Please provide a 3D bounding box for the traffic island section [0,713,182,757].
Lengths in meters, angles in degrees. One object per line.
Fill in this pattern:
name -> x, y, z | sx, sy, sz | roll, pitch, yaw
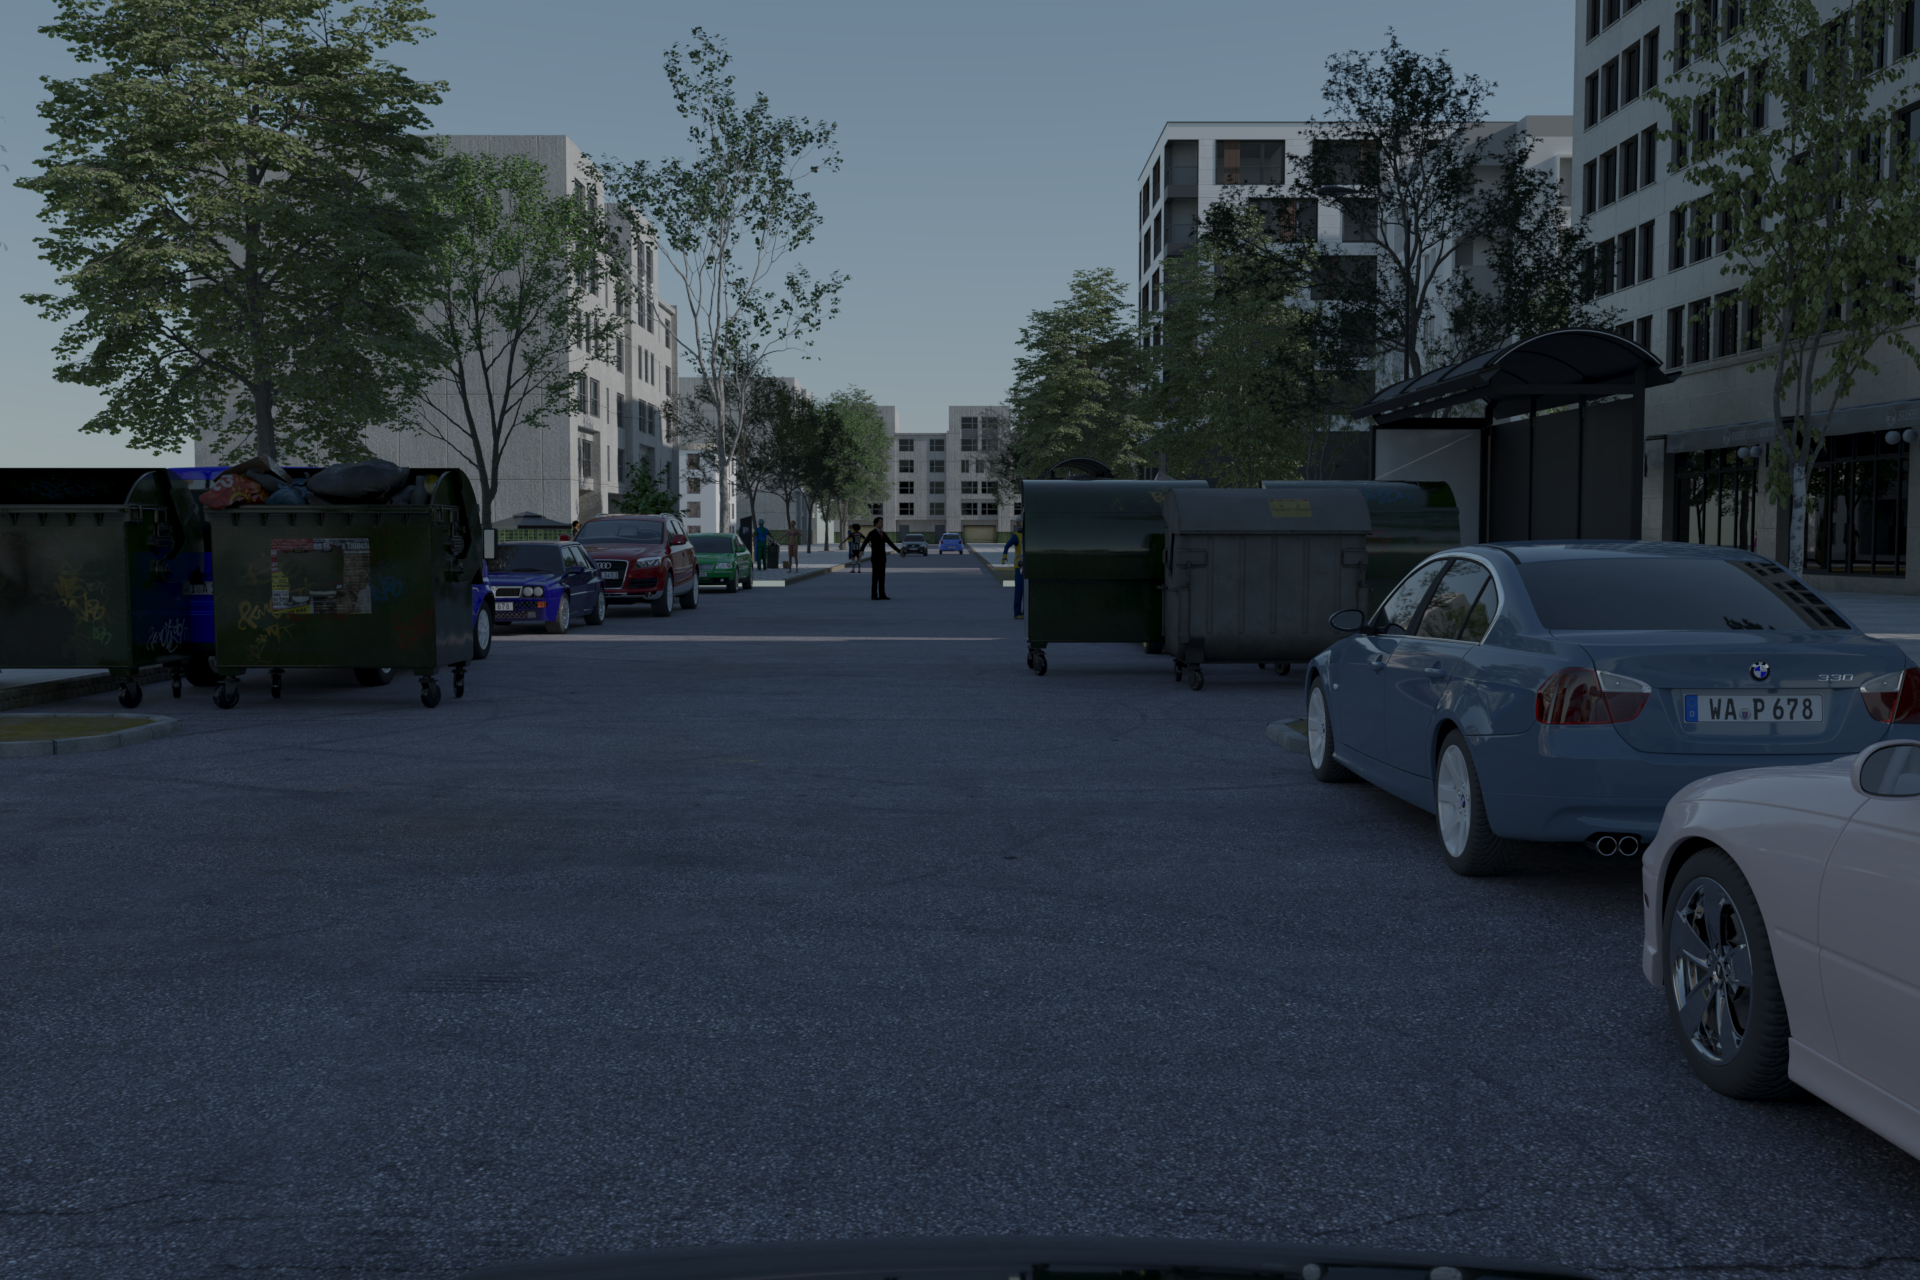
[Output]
traffic island section -> -6.625, 0.662, 12.050 | 1.991, 0.108, 1.994 | 0, 4, 0

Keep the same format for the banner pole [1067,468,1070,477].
banner pole -> 3.755, -4.270, 59.830 | 0.401, 3.779, 0.863 | 0, 4, -2

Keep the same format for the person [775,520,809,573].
person -> -5.544, -3.082, 57.189 | 1.217, 1.733, 0.721 | 1, 4, 20

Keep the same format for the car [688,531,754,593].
car -> -6.285, -2.125, 43.536 | 1.959, 1.807, 4.718 | 0, 4, 0

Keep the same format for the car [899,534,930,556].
car -> -2.975, -6.305, 112.876 | 2.009, 1.686, 4.222 | 0, 4, 0

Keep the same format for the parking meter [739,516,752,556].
parking meter -> -6.779, -3.002, 54.795 | 0.399, 1.863, 0.255 | 0, 4, 0

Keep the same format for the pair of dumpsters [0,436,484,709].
pair of dumpsters -> -6.395, -0.589, 14.580 | 4.436, 2.255, 1.574 | 0, 4, 0

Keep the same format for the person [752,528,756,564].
person -> -8.419, -3.833, 68.937 | 0.705, 1.796, 1.348 | 3, 5, 42

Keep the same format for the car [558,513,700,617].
car -> -6.040, -1.406, 31.658 | 2.281, 1.827, 5.304 | 0, 4, -1

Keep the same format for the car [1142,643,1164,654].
car -> 3.007, -0.763, 22.058 | 1.945, 1.707, 3.694 | 0, 4, -1

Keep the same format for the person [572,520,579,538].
person -> -14.977, -3.767, 67.737 | 0.704, 1.843, 1.345 | -1, 4, -18

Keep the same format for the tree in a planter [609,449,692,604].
tree in a planter -> -6.624, -2.397, 36.418 | 1.991, 3.239, 1.994 | 0, 4, 1

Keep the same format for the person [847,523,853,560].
person -> -5.427, -4.939, 86.717 | 0.705, 1.833, 1.349 | 0, 4, 6

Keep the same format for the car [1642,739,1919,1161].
car -> 2.858, 0.573, 2.994 | 2.083, 1.381, 4.827 | 0, 4, -1

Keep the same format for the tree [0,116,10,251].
tree -> -12.651, -4.200, 19.025 | 4.360, 8.622, 3.978 | 0, 3, 0

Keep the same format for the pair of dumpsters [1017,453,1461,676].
pair of dumpsters -> 2.811, -0.796, 17.967 | 4.436, 2.255, 1.574 | 0, 3, 0

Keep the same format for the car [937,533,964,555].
car -> -0.651, -6.922, 122.759 | 1.945, 1.707, 3.694 | 0, 4, -1

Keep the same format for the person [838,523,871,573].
person -> -3.858, -3.393, 64.078 | 1.345, 1.843, 0.704 | -2, 4, -27

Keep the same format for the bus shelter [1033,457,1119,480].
bus shelter -> 3.144, -3.322, 48.233 | 2.014, 3.302, 5.546 | 0, 4, -1

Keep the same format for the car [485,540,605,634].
car -> -6.497, -0.821, 26.003 | 1.945, 1.354, 3.894 | 0, 3, 0

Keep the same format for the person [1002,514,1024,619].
person -> 1.125, -1.240, 29.202 | 1.216, 1.772, 0.721 | -3, 5, -44

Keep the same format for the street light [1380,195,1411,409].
street light -> 6.531, -3.102, 23.256 | 1.470, 5.913, 1.316 | 0, 4, 0

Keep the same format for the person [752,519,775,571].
person -> -6.969, -3.329, 60.561 | 1.347, 1.817, 0.704 | -3, 5, -42

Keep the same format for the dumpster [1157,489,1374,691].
dumpster -> 2.843, -0.495, 16.310 | 1.865, 1.857, 1.264 | 0, 4, -1

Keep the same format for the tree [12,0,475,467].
tree -> -12.030, -6.802, 29.345 | 7.486, 12.596, 7.792 | 0, 3, 0

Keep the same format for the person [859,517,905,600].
person -> -1.746, -1.774, 37.642 | 0.705, 1.806, 1.347 | 3, 5, 42

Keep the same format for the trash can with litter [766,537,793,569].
trash can with litter -> -6.700, -3.226, 64.135 | 1.055, 1.170, 0.624 | 0, 4, 0

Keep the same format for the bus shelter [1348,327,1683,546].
bus shelter -> 6.037, -1.578, 19.724 | 2.014, 3.302, 5.546 | 0, 3, 0

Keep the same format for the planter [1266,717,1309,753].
planter -> 3.167, 0.565, 11.902 | 1.991, 0.319, 1.994 | 0, 4, 0

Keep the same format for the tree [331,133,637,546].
tree -> -12.240, -7.278, 44.751 | 9.928, 11.665, 9.643 | 0, 3, 0

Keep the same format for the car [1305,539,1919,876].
car -> 2.932, 0.212, 8.545 | 2.014, 1.417, 4.499 | 0, 4, 0
